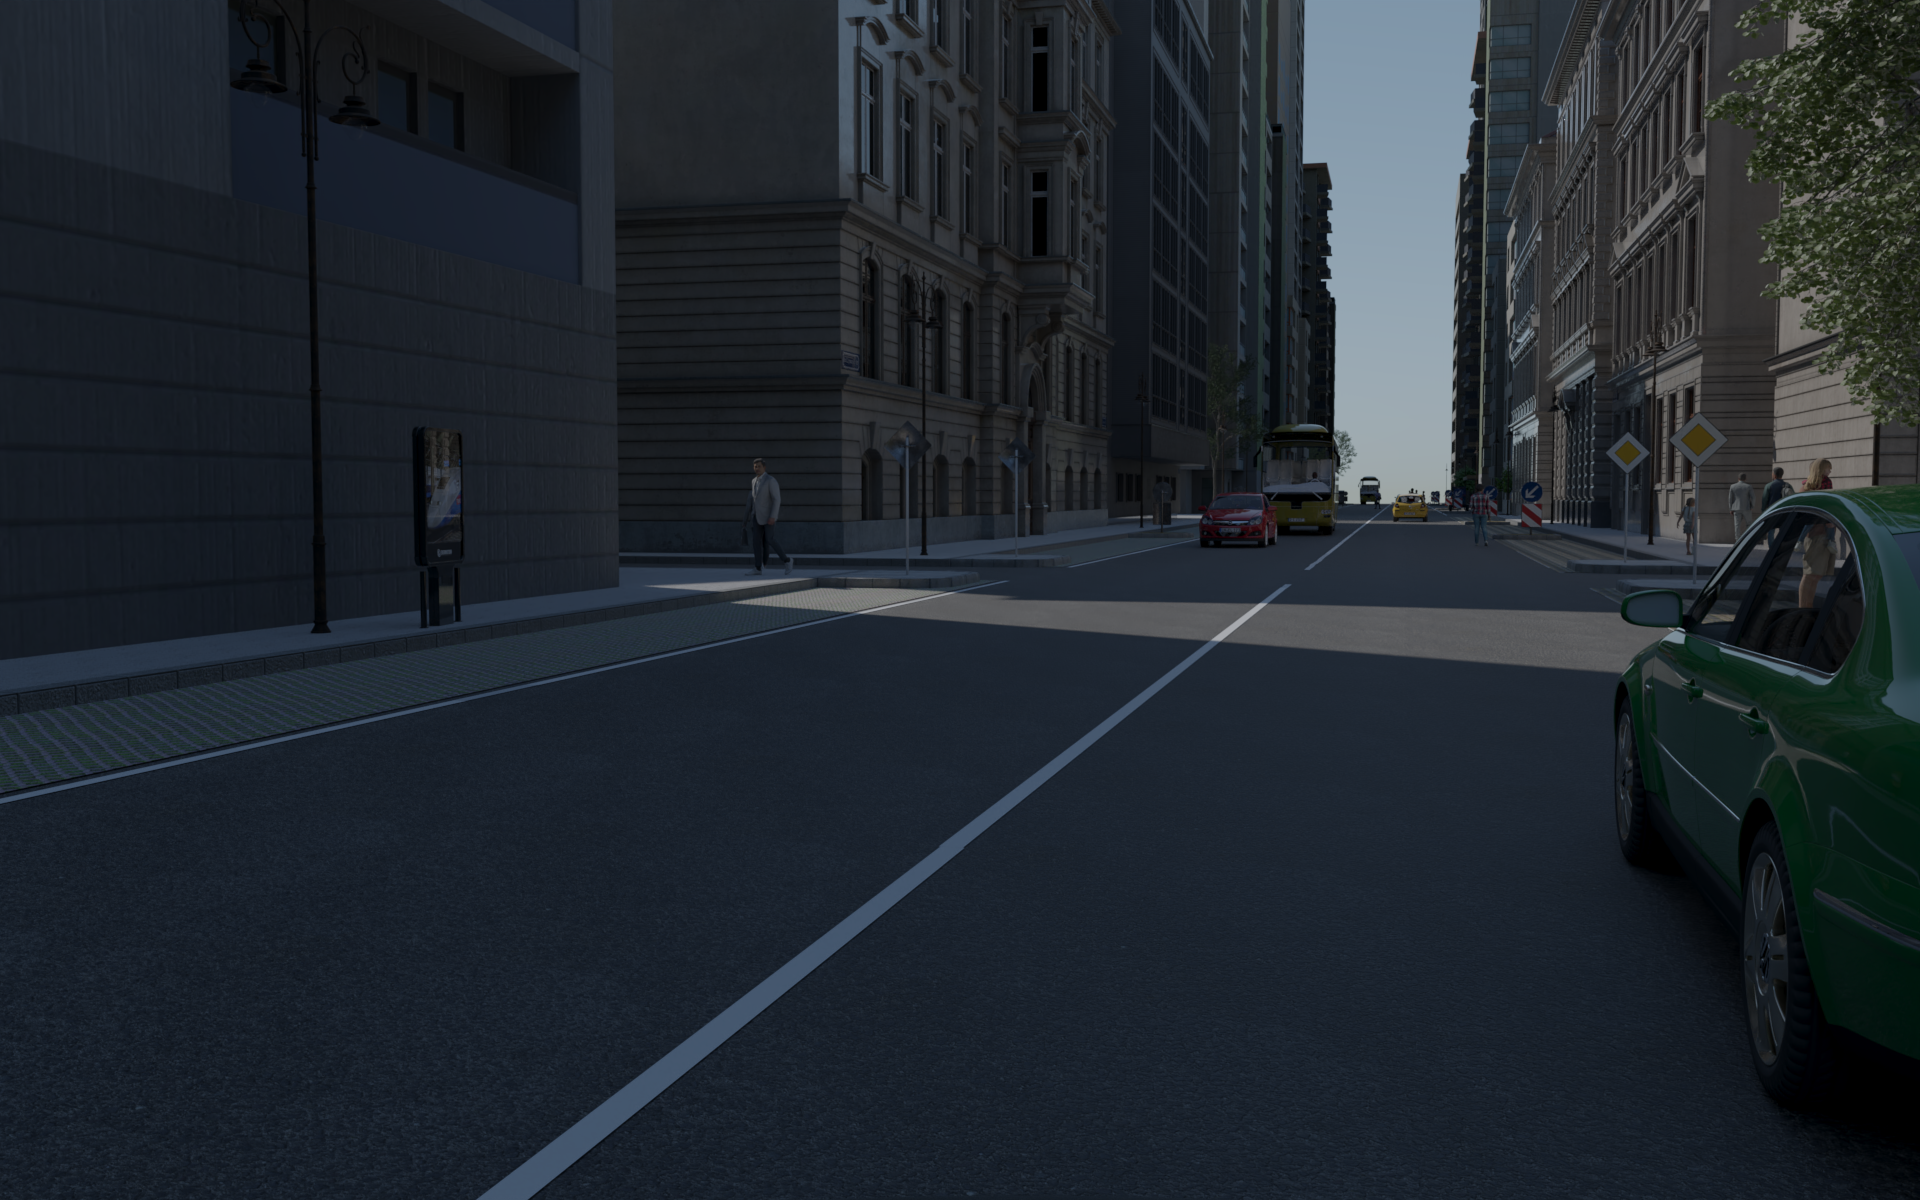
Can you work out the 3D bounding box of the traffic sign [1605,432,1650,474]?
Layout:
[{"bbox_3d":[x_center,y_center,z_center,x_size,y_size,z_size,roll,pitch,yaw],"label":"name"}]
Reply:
[{"bbox_3d":[12.460,-1.843,32.317,0.795,2.593,0.064,1,4,14],"label":"traffic sign"}]

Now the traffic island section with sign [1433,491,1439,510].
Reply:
[{"bbox_3d":[43.588,-8.952,154.992,1.989,1.847,2.006,1,4,14],"label":"traffic island section with sign"}]

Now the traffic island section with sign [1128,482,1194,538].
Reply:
[{"bbox_3d":[6.641,-2.951,56.871,1.989,1.847,2.006,1,4,14],"label":"traffic island section with sign"}]

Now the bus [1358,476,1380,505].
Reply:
[{"bbox_3d":[56.896,-15.216,240.331,2.896,3.916,12.252,1,4,15],"label":"bus"}]

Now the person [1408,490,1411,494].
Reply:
[{"bbox_3d":[38.711,-8.561,149.000,1.217,1.766,0.721,0,4,-4],"label":"person"}]

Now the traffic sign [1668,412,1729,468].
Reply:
[{"bbox_3d":[10.477,-1.369,24.581,0.795,2.593,0.064,1,4,14],"label":"traffic sign"}]

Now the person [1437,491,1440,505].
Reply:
[{"bbox_3d":[63.139,-13.457,228.479,0.705,1.831,1.348,0,4,3],"label":"person"}]

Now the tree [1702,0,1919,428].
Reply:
[{"bbox_3d":[11.356,-6.086,17.636,7.486,12.596,7.792,0,3,0],"label":"tree"}]

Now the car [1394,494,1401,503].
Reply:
[{"bbox_3d":[59.781,-13.591,234.005,2.131,1.459,4.920,1,4,13],"label":"car"}]

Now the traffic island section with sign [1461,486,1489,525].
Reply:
[{"bbox_3d":[24.565,-4.408,80.705,1.989,1.847,2.006,1,4,14],"label":"traffic island section with sign"}]

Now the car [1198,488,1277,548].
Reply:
[{"bbox_3d":[7.703,-2.368,47.753,2.155,1.783,4.494,1,4,15],"label":"car"}]

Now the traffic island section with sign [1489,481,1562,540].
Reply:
[{"bbox_3d":[17.850,-2.812,54.596,1.989,1.847,2.006,1,4,14],"label":"traffic island section with sign"}]

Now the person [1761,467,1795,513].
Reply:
[{"bbox_3d":[16.363,-1.758,34.779,0.794,1.824,0.713,2,4,32],"label":"person"}]

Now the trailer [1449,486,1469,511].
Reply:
[{"bbox_3d":[37.772,-7.587,131.099,1.471,1.999,3.904,1,4,16],"label":"trailer"}]

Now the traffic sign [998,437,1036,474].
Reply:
[{"bbox_3d":[1.136,-2.021,35.230,0.795,2.593,0.064,1,4,14],"label":"traffic sign"}]

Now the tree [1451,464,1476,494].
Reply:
[{"bbox_3d":[54.746,-12.430,186.948,4.285,4.588,4.351,0,3,0],"label":"tree"}]

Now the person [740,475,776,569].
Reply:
[{"bbox_3d":[-3.647,-1.373,31.136,0.709,1.800,0.728,-1,4,-14],"label":"person"}]

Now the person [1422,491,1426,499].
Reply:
[{"bbox_3d":[43.677,-9.397,162.824,0.721,1.739,1.217,1,4,20],"label":"person"}]

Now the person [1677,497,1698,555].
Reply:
[{"bbox_3d":[15.270,-1.549,36.379,0.382,1.210,0.505,-3,5,-40],"label":"person"}]

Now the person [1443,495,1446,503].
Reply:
[{"bbox_3d":[71.927,-15.314,256.368,0.705,1.831,1.348,0,4,-7],"label":"person"}]

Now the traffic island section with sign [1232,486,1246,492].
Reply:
[{"bbox_3d":[13.488,-4.586,83.610,1.989,1.847,2.006,1,4,14],"label":"traffic island section with sign"}]

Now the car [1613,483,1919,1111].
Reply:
[{"bbox_3d":[3.090,0.222,5.174,1.959,1.807,4.718,1,4,14],"label":"car"}]

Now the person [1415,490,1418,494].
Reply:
[{"bbox_3d":[39.597,-8.658,150.199,1.348,1.807,0.705,-3,4,-36],"label":"person"}]

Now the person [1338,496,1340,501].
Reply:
[{"bbox_3d":[36.160,-9.574,165.975,0.756,1.711,0.436,-1,4,-17],"label":"person"}]

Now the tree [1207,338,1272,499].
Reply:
[{"bbox_3d":[14.723,-10.224,101.579,7.601,10.594,8.767,-2,4,-27],"label":"tree"}]

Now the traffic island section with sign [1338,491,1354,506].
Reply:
[{"bbox_3d":[53.065,-14.028,237.991,1.989,1.847,2.006,1,4,14],"label":"traffic island section with sign"}]

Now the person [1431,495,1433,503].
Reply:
[{"bbox_3d":[69.160,-14.945,252.865,1.348,1.823,0.705,0,4,-3],"label":"person"}]

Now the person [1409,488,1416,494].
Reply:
[{"bbox_3d":[29.509,-6.398,113.069,1.348,1.831,0.705,0,4,7],"label":"person"}]

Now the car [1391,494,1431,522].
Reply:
[{"bbox_3d":[23.430,-4.880,90.011,2.015,1.641,3.980,1,4,16],"label":"car"}]

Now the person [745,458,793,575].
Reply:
[{"bbox_3d":[-3.045,-1.318,27.438,0.795,1.843,0.661,-3,5,-43],"label":"person"}]

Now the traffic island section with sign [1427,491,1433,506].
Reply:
[{"bbox_3d":[57.274,-12.219,208.414,1.989,1.847,2.006,1,4,14],"label":"traffic island section with sign"}]

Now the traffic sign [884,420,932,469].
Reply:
[{"bbox_3d":[-0.847,-1.548,27.494,0.795,2.593,0.064,1,4,14],"label":"traffic sign"}]

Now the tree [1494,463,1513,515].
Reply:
[{"bbox_3d":[33.666,-6.862,106.800,1.663,3.219,1.824,0,3,0],"label":"tree"}]

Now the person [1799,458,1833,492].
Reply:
[{"bbox_3d":[9.518,-0.658,19.239,0.573,1.828,0.580,0,4,4],"label":"person"}]

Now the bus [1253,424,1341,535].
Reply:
[{"bbox_3d":[12.716,-4.453,64.351,2.896,3.916,12.252,1,4,13],"label":"bus"}]

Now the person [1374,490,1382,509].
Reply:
[{"bbox_3d":[40.172,-9.669,166.459,0.709,1.838,0.599,1,4,11],"label":"person"}]

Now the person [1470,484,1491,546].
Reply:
[{"bbox_3d":[14.385,-2.360,47.919,0.563,1.720,0.643,1,4,14],"label":"person"}]

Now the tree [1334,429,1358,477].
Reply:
[{"bbox_3d":[55.341,-20.356,258.579,9.928,11.665,9.643,0,3,0],"label":"tree"}]

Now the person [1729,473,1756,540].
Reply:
[{"bbox_3d":[19.529,-2.268,43.222,0.635,1.810,0.391,2,4,29],"label":"person"}]

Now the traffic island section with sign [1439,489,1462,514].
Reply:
[{"bbox_3d":[36.549,-7.275,127.575,1.989,1.847,2.006,1,4,14],"label":"traffic island section with sign"}]
